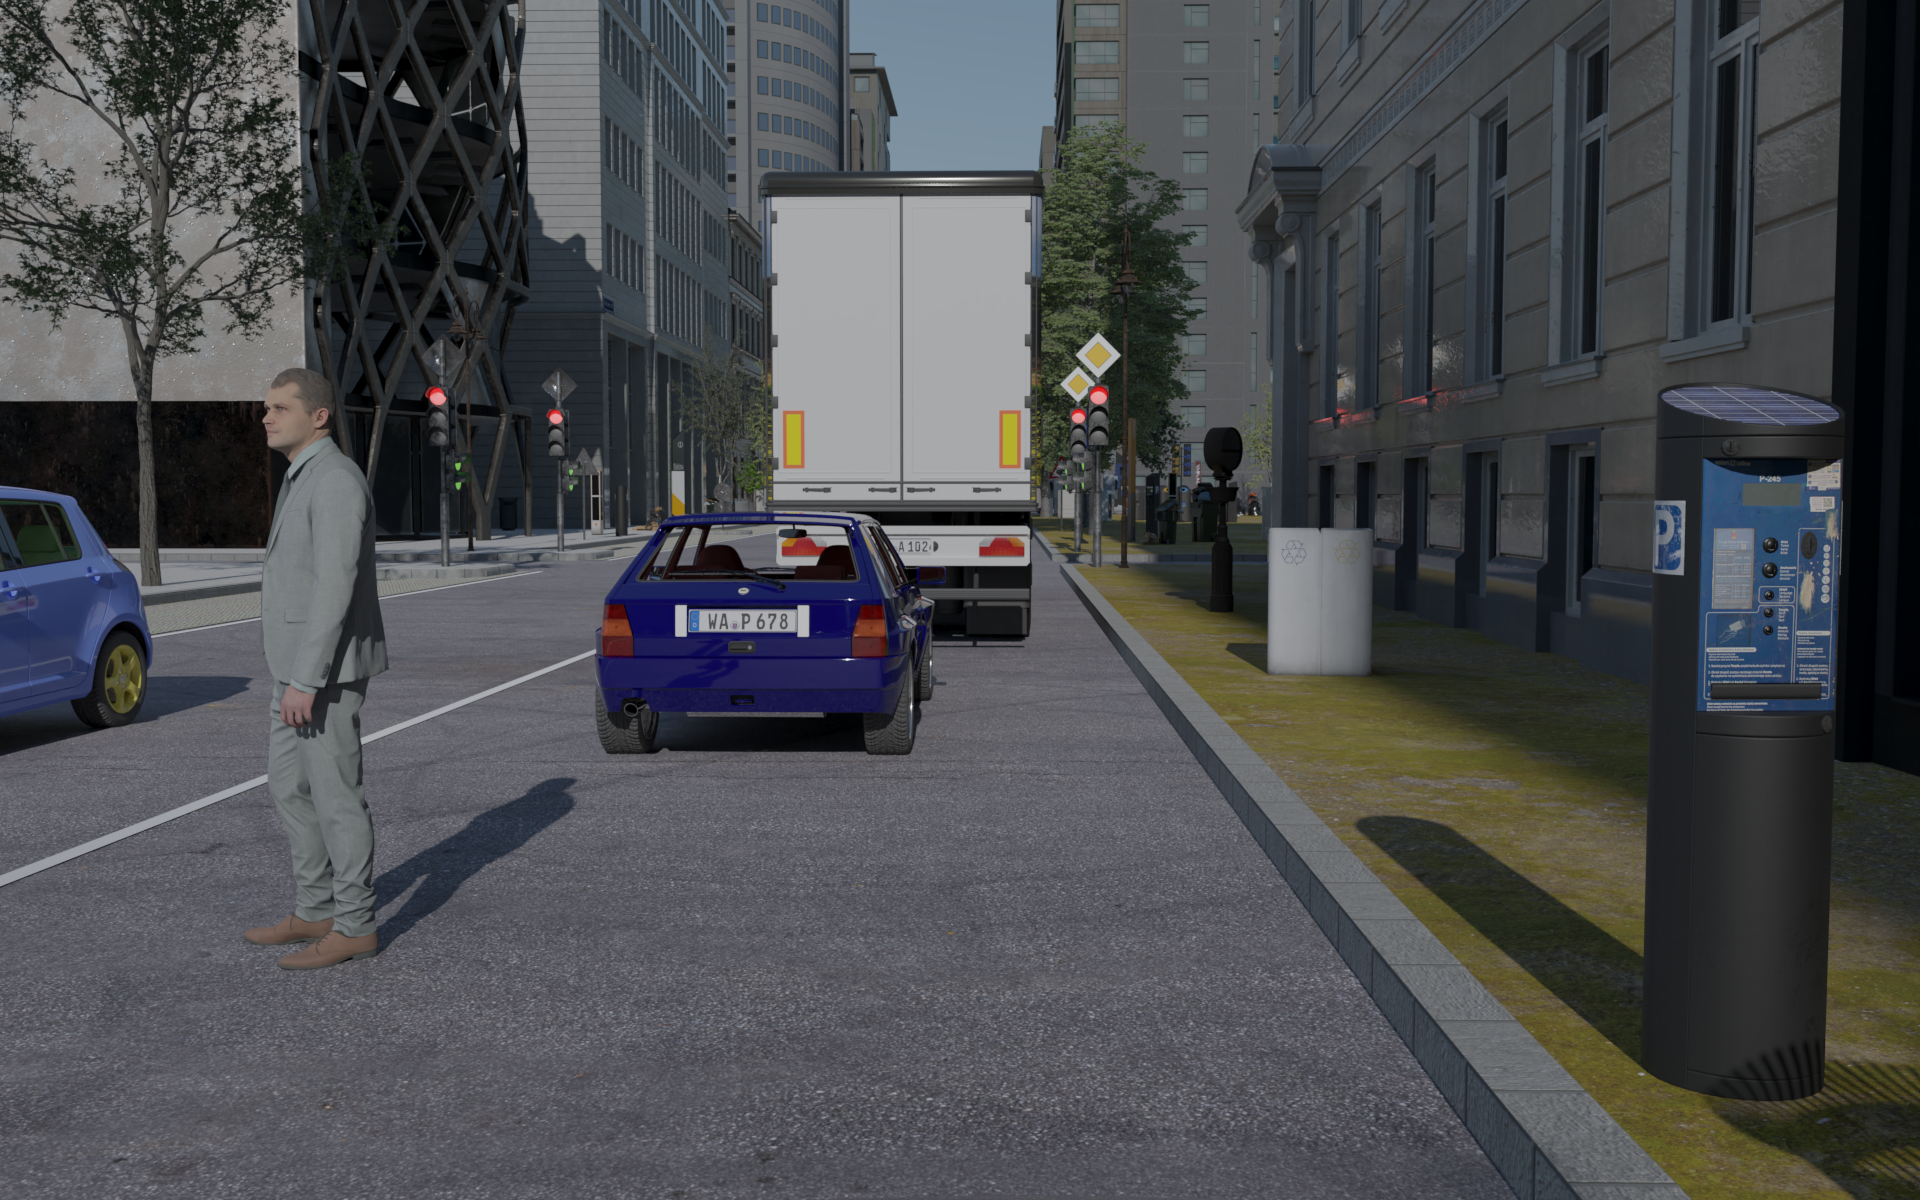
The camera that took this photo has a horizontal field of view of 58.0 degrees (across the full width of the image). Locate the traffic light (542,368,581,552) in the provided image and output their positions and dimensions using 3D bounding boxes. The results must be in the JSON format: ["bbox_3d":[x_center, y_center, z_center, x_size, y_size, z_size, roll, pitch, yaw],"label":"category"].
[{"bbox_3d":[-8.878,-3.031,38.484,0.839,4.253,0.868,0,4,1],"label":"traffic light"}]

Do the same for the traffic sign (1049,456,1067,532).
[{"bbox_3d":[3.461,-3.606,58.955,0.884,2.594,0.081,1,4,9],"label":"traffic sign"}]

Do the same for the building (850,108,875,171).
[{"bbox_3d":[-16.200,-30.283,178.718,14.154,41.232,14.086,0,4,1],"label":"building"}]

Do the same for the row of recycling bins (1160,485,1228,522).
[{"bbox_3d":[10.618,-4.412,79.256,3.534,1.692,1.069,0,4,4],"label":"row of recycling bins"}]

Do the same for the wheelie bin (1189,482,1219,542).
[{"bbox_3d":[6.560,-2.355,46.415,0.693,1.594,0.980,-2,4,-26],"label":"wheelie bin"}]

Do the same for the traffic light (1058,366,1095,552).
[{"bbox_3d":[2.581,-3.015,38.219,0.839,4.253,0.868,0,4,1],"label":"traffic light"}]

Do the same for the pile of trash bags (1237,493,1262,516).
[{"bbox_3d":[17.169,-5.710,103.118,1.912,1.369,3.447,1,4,19],"label":"pile of trash bags"}]

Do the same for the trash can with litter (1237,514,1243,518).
[{"bbox_3d":[14.195,-5.044,93.521,2.233,1.210,1.678,0,4,4],"label":"trash can with litter"}]

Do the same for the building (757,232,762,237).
[{"bbox_3d":[-24.828,-17.381,129.220,27.650,21.520,28.899,0,4,1],"label":"building"}]

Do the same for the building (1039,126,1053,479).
[{"bbox_3d":[20.728,-36.319,217.509,21.300,48.544,21.600,0,4,1],"label":"building"}]

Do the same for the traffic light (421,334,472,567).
[{"bbox_3d":[-9.075,-2.543,30.502,0.839,4.253,0.868,0,4,1],"label":"traffic light"}]

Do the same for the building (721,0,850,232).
[{"bbox_3d":[-21.663,-37.628,157.209,21.231,58.520,28.212,0,4,1],"label":"building"}]

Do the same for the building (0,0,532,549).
[{"bbox_3d":[-21.065,-11.071,48.455,16.820,18.784,16.811,0,4,1],"label":"building"}]

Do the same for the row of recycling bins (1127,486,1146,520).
[{"bbox_3d":[8.992,-4.821,85.943,1.069,1.692,3.534,1,4,15],"label":"row of recycling bins"}]

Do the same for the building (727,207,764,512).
[{"bbox_3d":[-16.832,-14.565,102.763,10.561,19.102,19.286,0,4,1],"label":"building"}]

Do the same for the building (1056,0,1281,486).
[{"bbox_3d":[19.006,-31.903,145.320,21.300,48.544,21.600,0,4,1],"label":"building"}]

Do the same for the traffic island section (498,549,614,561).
[{"bbox_3d":[-8.917,-0.999,38.620,2.009,0.180,2.903,0,4,1],"label":"traffic island section"}]

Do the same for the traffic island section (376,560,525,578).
[{"bbox_3d":[-9.114,-0.511,30.637,2.009,0.180,2.903,0,4,1],"label":"traffic island section"}]

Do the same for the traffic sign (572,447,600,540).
[{"bbox_3d":[-10.497,-2.956,48.331,0.884,2.594,0.081,0,4,2],"label":"traffic sign"}]

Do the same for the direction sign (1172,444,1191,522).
[{"bbox_3d":[10.003,-5.276,78.253,0.876,3.537,0.379,1,4,23],"label":"direction sign"}]

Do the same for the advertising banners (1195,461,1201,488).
[{"bbox_3d":[12.934,-5.800,91.012,0.090,3.025,2.074,3,5,43],"label":"advertising banners"}]

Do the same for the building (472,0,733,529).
[{"bbox_3d":[-18.088,-18.359,77.668,11.434,29.767,29.804,0,4,1],"label":"building"}]

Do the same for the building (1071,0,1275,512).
[{"bbox_3d":[15.143,-27.170,127.823,14.154,41.232,14.086,0,4,1],"label":"building"}]

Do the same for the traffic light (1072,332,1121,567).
[{"bbox_3d":[2.384,-2.527,30.236,0.839,4.253,0.868,0,4,1],"label":"traffic light"}]

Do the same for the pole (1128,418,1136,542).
[{"bbox_3d":[4.632,-3.230,46.654,0.158,3.312,0.155,0,3,0],"label":"pole"}]

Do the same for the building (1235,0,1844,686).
[{"bbox_3d":[10.988,-14.166,17.520,13.634,28.700,20.117,0,4,1],"label":"building"}]

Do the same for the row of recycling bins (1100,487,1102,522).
[{"bbox_3d":[5.902,-4.338,78.042,1.069,1.692,3.534,0,4,5],"label":"row of recycling bins"}]

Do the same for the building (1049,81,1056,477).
[{"bbox_3d":[20.558,-33.740,171.253,23.786,49.044,30.456,0,4,1],"label":"building"}]

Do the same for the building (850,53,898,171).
[{"bbox_3d":[-22.582,-38.121,212.523,28.713,52.752,27.495,0,4,1],"label":"building"}]

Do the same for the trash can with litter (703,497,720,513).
[{"bbox_3d":[-10.087,-3.676,71.486,0.624,1.170,1.055,1,4,22],"label":"trash can with litter"}]

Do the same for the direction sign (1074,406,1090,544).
[{"bbox_3d":[3.153,-3.231,44.830,0.379,3.537,0.876,-1,4,-23],"label":"direction sign"}]

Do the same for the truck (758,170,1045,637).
[{"bbox_3d":[-0.345,-1.941,20.654,2.839,4.237,11.283,0,4,2],"label":"truck"}]

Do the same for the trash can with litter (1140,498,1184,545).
[{"bbox_3d":[5.132,-2.001,44.097,1.055,1.170,0.624,-2,4,-35],"label":"trash can with litter"}]
